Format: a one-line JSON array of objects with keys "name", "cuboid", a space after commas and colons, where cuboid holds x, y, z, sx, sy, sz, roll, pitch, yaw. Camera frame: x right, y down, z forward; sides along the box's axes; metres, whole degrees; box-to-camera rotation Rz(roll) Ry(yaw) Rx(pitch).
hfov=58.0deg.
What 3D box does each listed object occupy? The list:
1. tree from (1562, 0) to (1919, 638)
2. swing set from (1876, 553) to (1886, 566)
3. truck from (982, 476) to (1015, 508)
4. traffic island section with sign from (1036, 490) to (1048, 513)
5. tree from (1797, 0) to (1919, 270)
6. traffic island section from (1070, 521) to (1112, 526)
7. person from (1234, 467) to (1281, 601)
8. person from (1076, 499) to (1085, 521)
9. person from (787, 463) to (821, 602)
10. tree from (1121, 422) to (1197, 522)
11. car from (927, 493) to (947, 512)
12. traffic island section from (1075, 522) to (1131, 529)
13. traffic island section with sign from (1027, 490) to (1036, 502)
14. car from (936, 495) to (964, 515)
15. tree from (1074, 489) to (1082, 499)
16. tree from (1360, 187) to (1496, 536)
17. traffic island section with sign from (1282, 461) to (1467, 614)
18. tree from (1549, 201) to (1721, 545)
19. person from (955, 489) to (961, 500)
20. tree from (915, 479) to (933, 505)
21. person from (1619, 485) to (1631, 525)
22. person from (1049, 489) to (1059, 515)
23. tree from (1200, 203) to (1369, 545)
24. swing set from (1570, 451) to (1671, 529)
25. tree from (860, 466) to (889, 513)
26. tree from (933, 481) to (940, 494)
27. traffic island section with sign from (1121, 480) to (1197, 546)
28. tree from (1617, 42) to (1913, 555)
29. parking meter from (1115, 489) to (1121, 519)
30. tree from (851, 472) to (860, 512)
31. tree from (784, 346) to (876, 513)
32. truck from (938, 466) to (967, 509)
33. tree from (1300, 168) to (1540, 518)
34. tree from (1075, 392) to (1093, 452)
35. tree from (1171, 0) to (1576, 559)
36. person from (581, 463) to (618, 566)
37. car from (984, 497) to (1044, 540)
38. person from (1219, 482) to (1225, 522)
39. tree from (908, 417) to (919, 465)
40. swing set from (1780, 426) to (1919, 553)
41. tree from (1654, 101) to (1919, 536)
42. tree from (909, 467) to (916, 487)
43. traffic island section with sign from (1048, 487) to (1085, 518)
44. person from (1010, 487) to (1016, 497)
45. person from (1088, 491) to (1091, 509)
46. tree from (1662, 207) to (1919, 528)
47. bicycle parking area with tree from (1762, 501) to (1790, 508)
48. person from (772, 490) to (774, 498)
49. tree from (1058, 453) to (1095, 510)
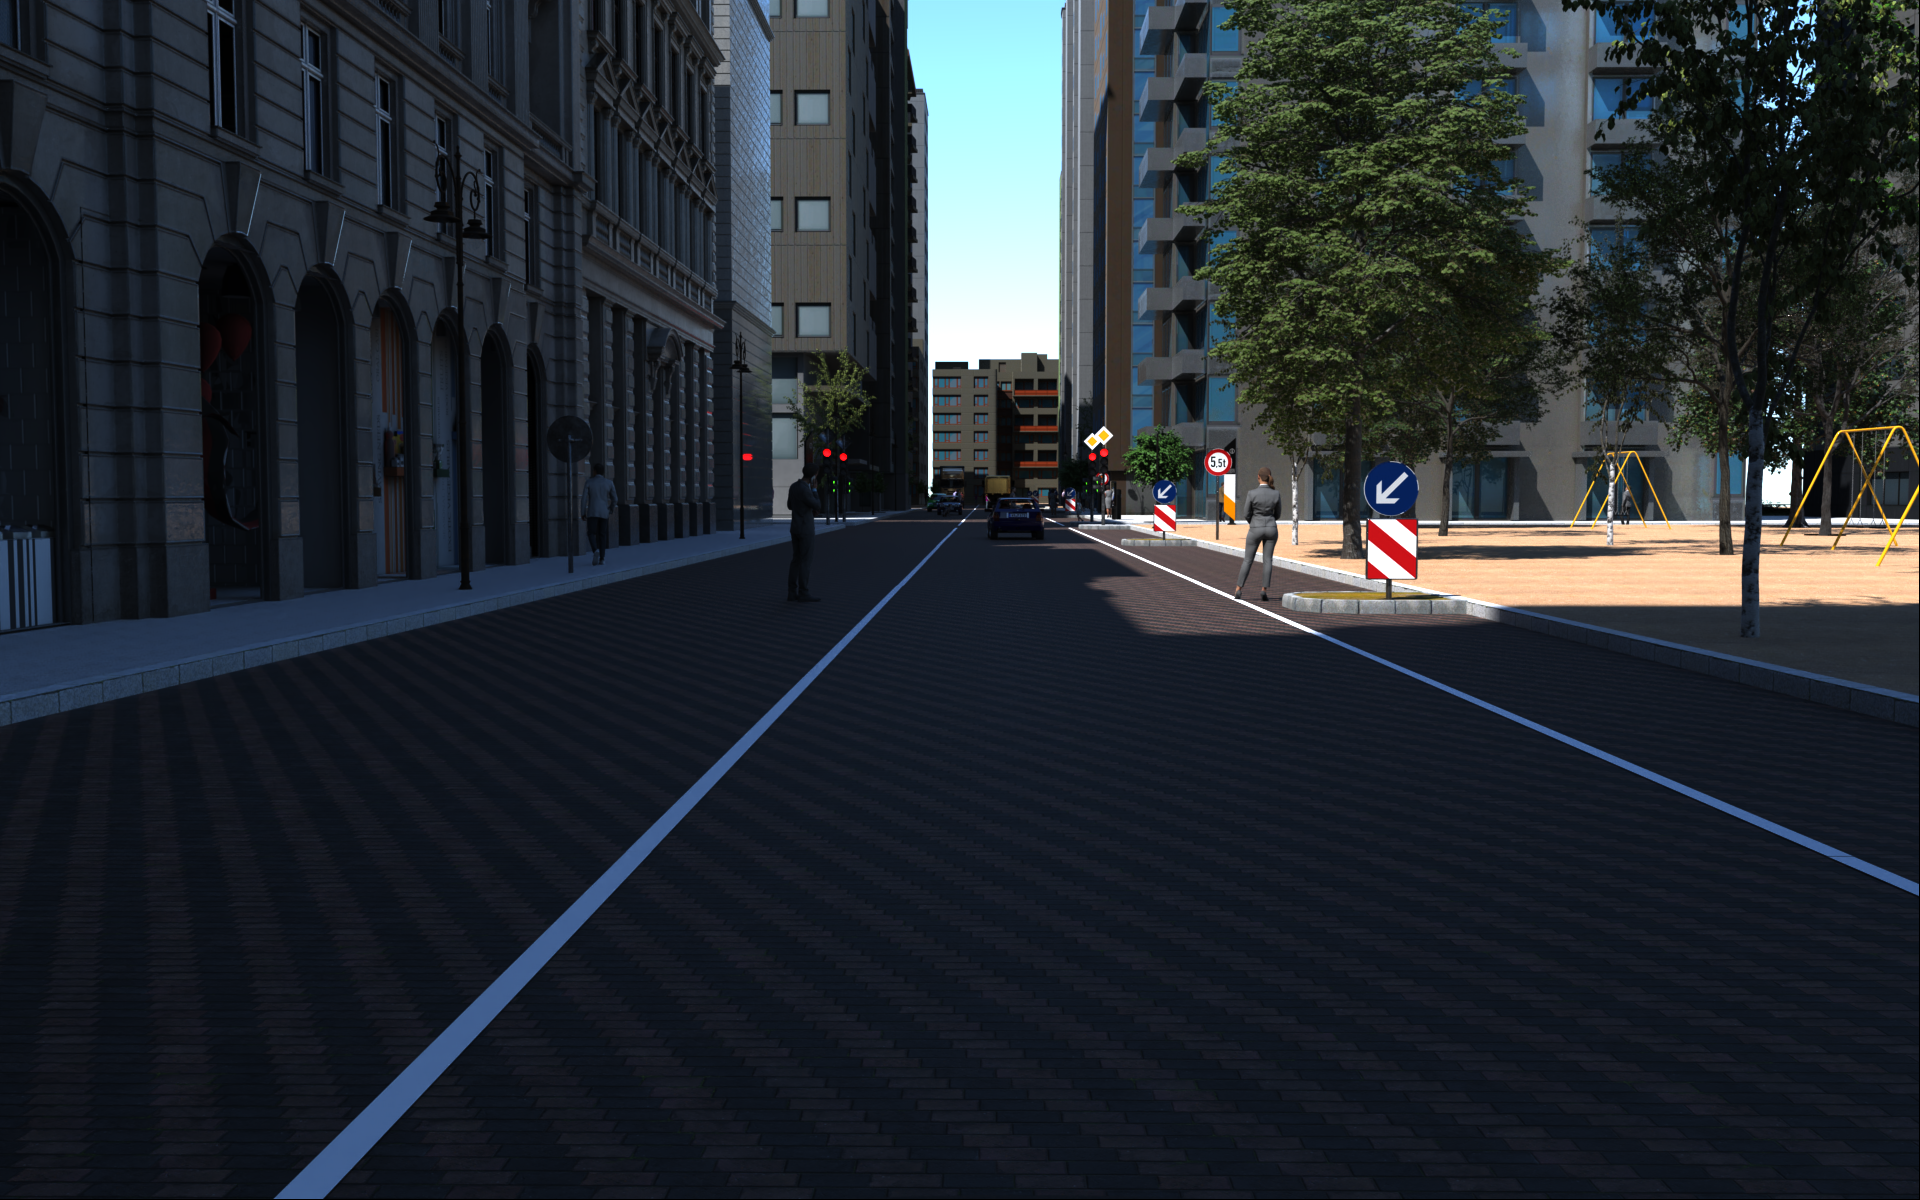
[{"name": "tree", "cuboid": [7.326, -3.969, 15.254, 4.737, 8.622, 4.395, 0, 3, 0]}, {"name": "swing set", "cuboid": [17.486, -1.933, 29.224, 2.862, 2.851, 3.119, 1, 4, 9]}, {"name": "truck", "cuboid": [3.939, -11.256, 179.959, 3.469, 3.379, 9.791, 0, 4, 2]}, {"name": "traffic island section with sign", "cuboid": [6.988, -7.535, 131.831, 1.989, 1.847, 2.006, 0, 4, 1]}, {"name": "tree", "cuboid": [14.909, -5.876, 21.831, 9.928, 11.665, 9.643, 0, 3, 0]}, {"name": "traffic island section", "cuboid": [6.083, -3.506, 79.607, 2.009, 0.180, 2.903, 0, 4, 1]}, {"name": "person", "cuboid": [4.001, -0.887, 23.270, 0.520, 1.790, 0.573, -1, 4, -19]}, {"name": "person", "cuboid": [5.767, -4.286, 83.591, 0.382, 1.210, 0.505, 2, 4, 28]}, {"name": "person", "cuboid": [-2.062, -0.912, 23.214, 0.447, 1.846, 0.655, -2, 4, -34]}, {"name": "tree", "cuboid": [9.042, -5.811, 78.718, 4.285, 4.588, 4.351, 0, 3, 0]}, {"name": "car", "cuboid": [-1.721, -8.088, 141.040, 1.959, 1.807, 4.718, 0, 4, 2]}, {"name": "traffic island section", "cuboid": [5.947, -3.018, 71.623, 2.009, 0.180, 2.903, 0, 4, 1]}, {"name": "traffic island section with sign", "cuboid": [7.844, -10.618, 182.231, 1.989, 1.847, 2.006, 0, 4, 1]}, {"name": "car", "cuboid": [-0.705, -6.558, 119.801, 1.945, 1.354, 3.894, 0, 4, 0]}, {"name": "tree", "cuboid": [9.816, -9.307, 146.773, 1.663, 3.219, 1.824, 0, 3, 0]}, {"name": "tree", "cuboid": [15.103, -7.226, 52.554, 7.601, 10.594, 8.767, 1, 4, 11]}, {"name": "traffic island section with sign", "cuboid": [5.108, -0.798, 21.668, 1.989, 1.847, 2.006, 0, 4, 1]}, {"name": "tree", "cuboid": [16.488, -5.675, 43.153, 4.360, 8.622, 3.978, 0, 3, 0]}, {"name": "person", "cuboid": [-0.179, -7.875, 137.127, 0.514, 1.842, 0.818, 0, 4, 4]}, {"name": "tree", "cuboid": [-4.599, -12.682, 201.956, 1.663, 3.219, 1.824, 0, 3, 0]}, {"name": "person", "cuboid": [28.705, -4.039, 74.721, 0.592, 1.802, 0.473, -1, 4, -17]}, {"name": "person", "cuboid": [6.275, -6.454, 114.376, 0.716, 1.782, 0.532, 2, 4, 32]}, {"name": "tree", "cuboid": [8.265, -5.669, 43.043, 4.360, 8.622, 3.978, 0, 3, 0]}, {"name": "swing set", "cuboid": [24.574, -4.093, 64.532, 2.862, 2.851, 3.119, 0, 4, 5]}, {"name": "tree", "cuboid": [-5.519, -7.614, 119.097, 1.663, 3.219, 1.824, 0, 3, 0]}, {"name": "tree", "cuboid": [-3.226, -14.260, 227.753, 1.663, 3.219, 1.824, 0, 3, 0]}, {"name": "traffic island section with sign", "cuboid": [5.558, -2.446, 48.619, 1.989, 1.847, 2.006, 0, 4, 1]}, {"name": "tree", "cuboid": [15.817, -6.229, 36.254, 7.601, 10.594, 8.767, 1, 4, 9]}, {"name": "parking meter", "cuboid": [8.006, -4.869, 88.017, 0.372, 1.533, 0.369, 0, 3, 0]}, {"name": "tree", "cuboid": [-7.027, -7.836, 122.715, 1.663, 3.219, 1.824, 0, 3, 0]}, {"name": "tree", "cuboid": [-6.322, -8.257, 85.368, 4.737, 8.622, 4.395, 0, 3, 0]}, {"name": "truck", "cuboid": [-0.804, -11.369, 174.788, 2.839, 4.237, 11.283, 0, 4, 0]}, {"name": "tree", "cuboid": [16.865, -9.688, 65.049, 9.857, 13.997, 8.962, 0, 3, 0]}, {"name": "tree", "cuboid": [10.187, -10.586, 123.438, 4.737, 8.622, 4.395, 0, 3, 0]}, {"name": "tree", "cuboid": [7.873, -7.056, 33.491, 7.486, 12.596, 7.792, 0, 3, 0]}, {"name": "person", "cuboid": [-6.512, -1.554, 31.301, 0.661, 1.843, 0.795, -1, 4, -22]}, {"name": "car", "cuboid": [1.773, -2.646, 55.835, 1.945, 1.354, 3.894, 0, 4, -1]}, {"name": "person", "cuboid": [12.095, -4.508, 79.653, 0.656, 1.842, 0.836, 0, 4, 8]}, {"name": "tree", "cuboid": [-5.356, -11.793, 143.182, 4.737, 8.622, 4.395, 0, 3, 0]}, {"name": "swing set", "cuboid": [21.568, -2.656, 41.042, 2.862, 2.851, 3.119, 0, 4, 3]}, {"name": "tree", "cuboid": [26.801, -8.727, 53.053, 12.009, 13.543, 11.850, 0, 3, 0]}, {"name": "tree", "cuboid": [-5.579, -10.128, 149.304, 4.285, 4.588, 4.351, 0, 3, 0]}, {"name": "traffic island section with sign", "cuboid": [6.528, -5.887, 104.880, 1.989, 1.847, 2.006, 0, 4, 1]}, {"name": "person", "cuboid": [2.631, -4.564, 83.457, 0.374, 1.781, 0.599, -1, 4, -21]}, {"name": "person", "cuboid": [10.885, -8.398, 143.622, 0.520, 1.790, 0.573, 2, 4, 30]}, {"name": "tree", "cuboid": [31.864, -9.105, 65.882, 9.611, 12.733, 9.660, 0, 3, 0]}, {"name": "bicycle parking area with tree", "cuboid": [53.835, -7.543, 110.323, 8.231, 4.147, 9.016, -3, 4, -37]}, {"name": "person", "cuboid": [-9.516, -4.920, 86.502, 0.555, 1.821, 0.388, 3, 5, 40]}, {"name": "tree", "cuboid": [9.196, -9.368, 136.877, 4.285, 4.588, 4.351, 0, 3, 0]}]
